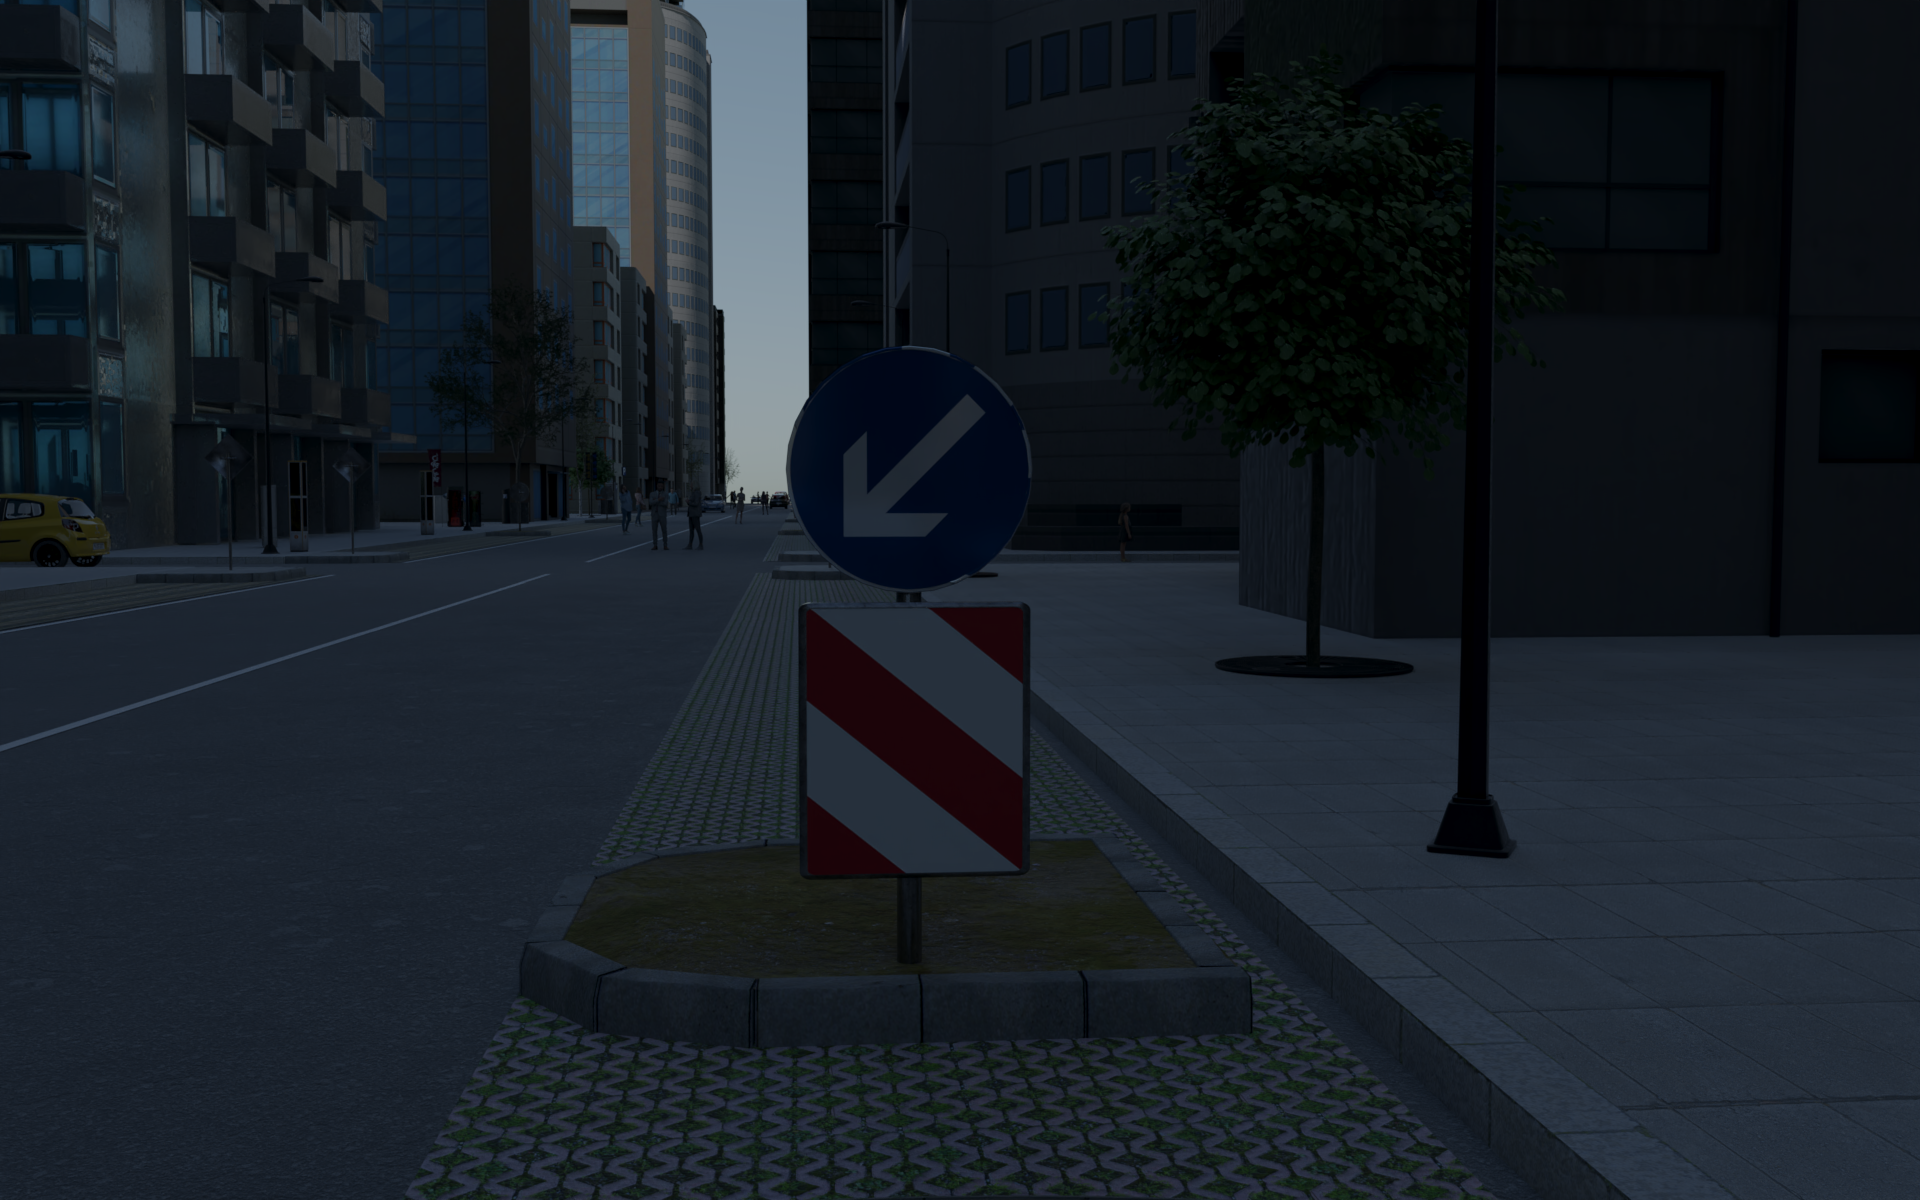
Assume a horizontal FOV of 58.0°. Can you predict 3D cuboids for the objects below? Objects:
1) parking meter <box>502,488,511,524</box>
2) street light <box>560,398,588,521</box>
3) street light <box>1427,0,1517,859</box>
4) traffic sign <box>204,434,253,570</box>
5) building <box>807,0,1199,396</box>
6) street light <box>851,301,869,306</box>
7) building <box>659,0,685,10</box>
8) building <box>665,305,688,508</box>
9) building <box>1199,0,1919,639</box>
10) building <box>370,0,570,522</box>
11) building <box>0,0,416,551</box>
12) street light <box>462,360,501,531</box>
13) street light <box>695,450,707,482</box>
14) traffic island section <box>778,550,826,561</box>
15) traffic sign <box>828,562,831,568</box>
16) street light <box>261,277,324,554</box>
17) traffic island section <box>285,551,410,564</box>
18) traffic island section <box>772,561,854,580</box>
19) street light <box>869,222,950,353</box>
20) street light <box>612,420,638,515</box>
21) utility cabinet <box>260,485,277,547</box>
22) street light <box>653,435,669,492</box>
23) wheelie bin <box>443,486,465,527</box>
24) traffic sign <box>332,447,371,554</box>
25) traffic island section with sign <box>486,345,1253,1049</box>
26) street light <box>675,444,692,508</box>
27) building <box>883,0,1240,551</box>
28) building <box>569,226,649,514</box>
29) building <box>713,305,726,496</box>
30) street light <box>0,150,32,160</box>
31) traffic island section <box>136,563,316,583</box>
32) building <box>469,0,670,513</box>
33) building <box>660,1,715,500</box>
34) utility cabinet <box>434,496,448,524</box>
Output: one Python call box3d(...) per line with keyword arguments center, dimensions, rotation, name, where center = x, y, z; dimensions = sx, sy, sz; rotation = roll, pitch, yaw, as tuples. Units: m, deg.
box3d(center=(-19.537, -4.046, 74.558), dimensions=(0.372, 1.533, 0.369), rotation=(0, 3, 0), name="parking meter")
box3d(center=(-18.581, -6.786, 83.484), dimensions=(1.470, 5.913, 1.316), rotation=(0, 4, -5), name="street light")
box3d(center=(1.313, -2.049, 6.044), dimensions=(1.470, 5.913, 1.316), rotation=(0, 4, -5), name="street light")
box3d(center=(-12.263, -1.555, 29.071), dimensions=(0.795, 2.450, 0.064), rotation=(0, 4, -5), name="traffic sign")
box3d(center=(0.905, -18.217, 69.544), dimensions=(14.160, 30.474, 14.107), rotation=(0, 4, -5), name="building")
box3d(center=(-1.922, -4.237, 41.812), dimensions=(1.470, 5.913, 1.316), rotation=(0, 4, -5), name="street light")
box3d(center=(-44.930, -56.436, 235.398), dimensions=(22.319, 86.520, 31.000), rotation=(0, 4, -5), name="building")
box3d(center=(-41.440, -19.793, 168.661), dimensions=(27.650, 21.520, 28.899), rotation=(0, 4, -5), name="building")
box3d(center=(10.030, -15.301, 21.878), dimensions=(14.160, 30.474, 14.107), rotation=(0, 4, -5), name="building")
box3d(center=(-26.766, -26.529, 83.862), dimensions=(14.600, 45.320, 14.200), rotation=(0, 4, -5), name="building")
box3d(center=(-29.817, -26.263, 49.003), dimensions=(23.786, 49.044, 30.456), rotation=(0, 4, -5), name="building")
box3d(center=(-16.641, -5.366, 60.276), dimensions=(1.470, 5.913, 1.316), rotation=(0, 4, -5), name="street light")
box3d(center=(-27.974, -12.947, 184.219), dimensions=(1.470, 5.913, 1.316), rotation=(0, 4, -5), name="street light")
box3d(center=(-2.967, -0.961, 37.998), dimensions=(2.009, 0.180, 2.903), rotation=(0, 4, -5), name="traffic island section")
box3d(center=(-2.259, -1.610, 29.967), dimensions=(0.795, 2.450, 0.064), rotation=(0, 4, -5), name="traffic sign")
box3d(center=(-14.290, -3.949, 37.105), dimensions=(1.470, 5.913, 1.316), rotation=(0, 4, -5), name="street light")
box3d(center=(-13.016, -0.905, 37.083), dimensions=(2.009, 0.180, 2.903), rotation=(0, 4, -5), name="traffic island section")
box3d(center=(-2.236, -0.475, 30.047), dimensions=(2.009, 0.180, 2.903), rotation=(0, 4, -5), name="traffic island section")
box3d(center=(-0.744, -3.499, 29.753), dimensions=(1.470, 5.913, 1.316), rotation=(0, 4, -5), name="street light")
box3d(center=(-21.063, -8.280, 107.915), dimensions=(1.470, 5.913, 1.316), rotation=(0, 4, -5), name="street light")
box3d(center=(-16.615, -2.014, 41.601), dimensions=(0.318, 1.500, 1.173), rotation=(-2, 4, -24), name="utility cabinet")
box3d(center=(-23.721, -10.067, 137.141), dimensions=(1.470, 5.913, 1.316), rotation=(0, 4, -5), name="street light")
box3d(center=(-19.831, -3.681, 68.093), dimensions=(0.980, 1.594, 0.693), rotation=(0, 4, -7), name="wheelie bin")
box3d(center=(-12.994, -2.042, 37.023), dimensions=(0.795, 2.450, 0.064), rotation=(0, 4, -5), name="traffic sign")
box3d(center=(-0.306, 0.197, 5.415), dimensions=(1.989, 1.847, 2.006), rotation=(0, 4, -5), name="traffic island section with sign")
box3d(center=(-25.781, -11.486, 160.338), dimensions=(1.470, 5.913, 1.316), rotation=(0, 4, -5), name="street light")
box3d(center=(12.339, -30.924, 47.603), dimensions=(28.212, 58.520, 21.231), rotation=(0, 4, -5), name="building")
box3d(center=(-37.887, -17.135, 125.204), dimensions=(27.650, 21.520, 28.899), rotation=(0, 4, -5), name="building")
box3d(center=(-42.590, -29.861, 259.930), dimensions=(14.160, 30.474, 14.107), rotation=(0, 4, -5), name="building")
box3d(center=(-13.231, -3.116, 23.483), dimensions=(1.470, 5.913, 1.316), rotation=(0, 4, -5), name="street light")
box3d(center=(-12.285, -0.419, 29.131), dimensions=(2.009, 0.180, 2.903), rotation=(0, 4, -5), name="traffic island section")
box3d(center=(-32.400, -30.401, 147.163), dimensions=(14.600, 45.320, 14.200), rotation=(0, 4, -5), name="building")
box3d(center=(-40.785, -40.670, 206.958), dimensions=(21.231, 58.520, 28.212), rotation=(0, 4, -5), name="building")
box3d(center=(-22.687, -3.961, 75.930), dimensions=(0.306, 1.237, 1.020), rotation=(2, 4, 32), name="utility cabinet")
